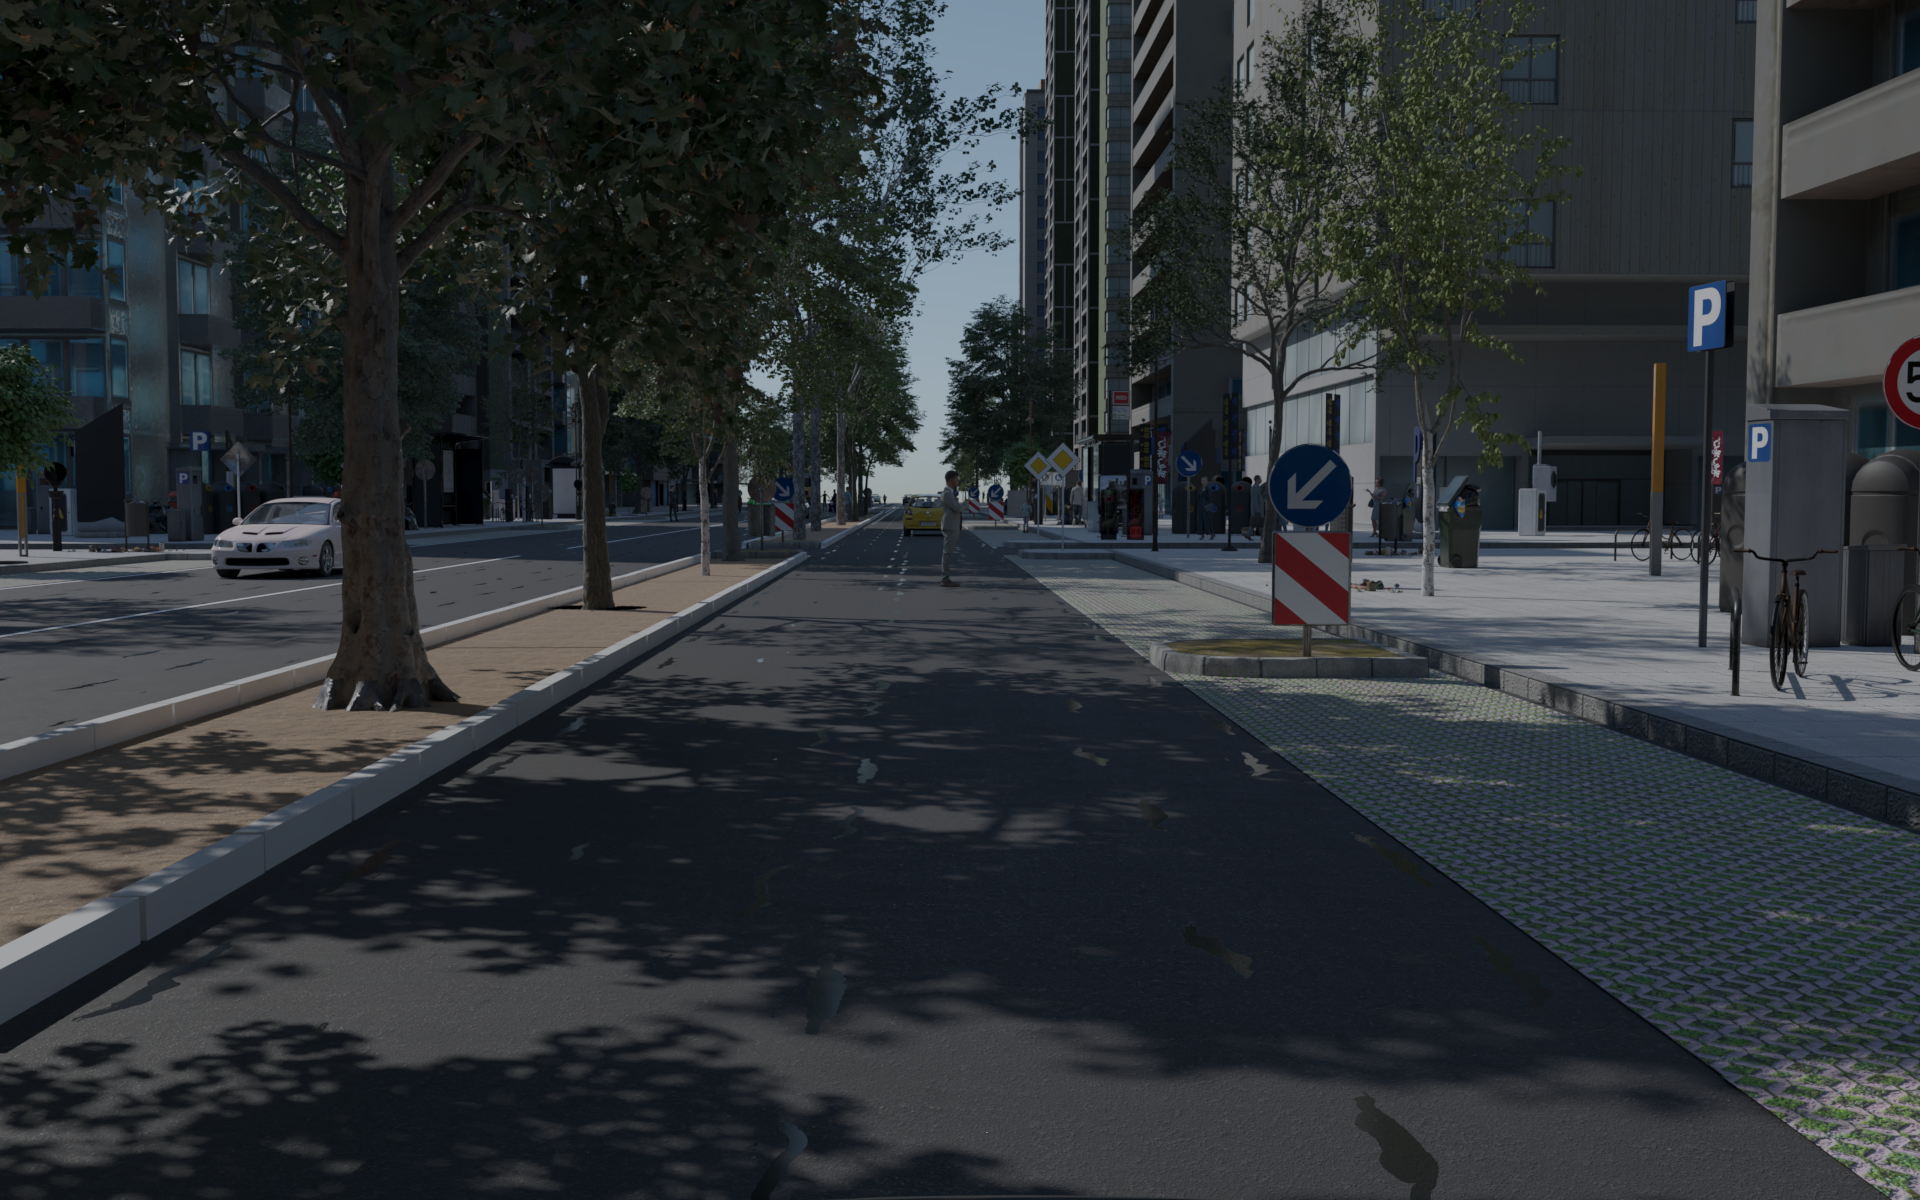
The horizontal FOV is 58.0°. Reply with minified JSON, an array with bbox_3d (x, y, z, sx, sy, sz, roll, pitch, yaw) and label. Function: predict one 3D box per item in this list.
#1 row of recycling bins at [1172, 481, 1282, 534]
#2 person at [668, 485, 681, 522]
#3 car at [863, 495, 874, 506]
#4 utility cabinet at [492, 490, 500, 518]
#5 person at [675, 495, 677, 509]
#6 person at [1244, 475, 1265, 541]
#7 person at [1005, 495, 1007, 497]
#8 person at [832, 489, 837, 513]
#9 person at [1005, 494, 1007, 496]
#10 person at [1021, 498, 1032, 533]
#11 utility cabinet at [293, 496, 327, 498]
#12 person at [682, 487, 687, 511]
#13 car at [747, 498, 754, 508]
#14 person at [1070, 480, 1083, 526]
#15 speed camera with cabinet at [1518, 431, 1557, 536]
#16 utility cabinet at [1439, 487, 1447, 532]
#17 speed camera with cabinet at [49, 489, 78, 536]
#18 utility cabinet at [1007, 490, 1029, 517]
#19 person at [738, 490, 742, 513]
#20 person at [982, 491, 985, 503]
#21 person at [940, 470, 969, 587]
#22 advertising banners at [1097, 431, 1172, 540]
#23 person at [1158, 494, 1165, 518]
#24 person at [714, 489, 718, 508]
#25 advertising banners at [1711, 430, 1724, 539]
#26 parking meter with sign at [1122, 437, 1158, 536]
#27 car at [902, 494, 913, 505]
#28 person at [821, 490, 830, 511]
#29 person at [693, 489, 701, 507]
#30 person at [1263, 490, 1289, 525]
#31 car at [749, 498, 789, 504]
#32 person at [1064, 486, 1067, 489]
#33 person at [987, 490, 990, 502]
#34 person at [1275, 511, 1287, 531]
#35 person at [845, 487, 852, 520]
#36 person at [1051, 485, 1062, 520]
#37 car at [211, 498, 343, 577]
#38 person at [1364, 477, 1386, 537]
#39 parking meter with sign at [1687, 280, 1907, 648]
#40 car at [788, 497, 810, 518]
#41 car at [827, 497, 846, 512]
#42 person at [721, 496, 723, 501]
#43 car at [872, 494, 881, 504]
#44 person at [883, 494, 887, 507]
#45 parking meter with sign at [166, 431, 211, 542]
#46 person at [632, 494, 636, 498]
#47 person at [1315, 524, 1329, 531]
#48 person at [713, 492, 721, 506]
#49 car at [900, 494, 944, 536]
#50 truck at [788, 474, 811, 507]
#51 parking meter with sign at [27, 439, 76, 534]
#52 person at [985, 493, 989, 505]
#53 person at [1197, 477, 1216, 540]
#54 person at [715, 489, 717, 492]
[{"bbox_3d":[8.571,-2.970,55.671,3.534,1.692,1.069,1,4,12],"label":"row of recycling bins"},{"bbox_3d":[-14.891,-5.028,90.072,0.474,1.900,0.648,-3,5,-44],"label":"person"},{"bbox_3d":[-11.517,-12.275,212.702,2.014,1.417,4.499,0,4,-1],"label":"car"},{"bbox_3d":[-24.943,-5.157,92.998,0.318,1.500,1.173,-1,4,-19],"label":"utility cabinet"},{"bbox_3d":[-25.168,-8.774,152.734,0.421,1.427,0.697,3,4,36],"label":"person"},{"bbox_3d":[8.230,-2.546,47.766,0.767,1.812,0.694,1,4,9],"label":"person"},{"bbox_3d":[5.094,-10.305,175.233,1.217,1.736,0.721,-2,4,-25],"label":"person"},{"bbox_3d":[-9.670,-7.625,133.193,0.705,1.821,1.348,-1,4,-15],"label":"person"},{"bbox_3d":[7.387,-15.508,259.741,1.348,1.807,0.705,-1,4,-23],"label":"person"},{"bbox_3d":[2.421,-3.086,63.242,0.425,1.301,0.394,0,4,1],"label":"person"},{"bbox_3d":[-20.551,-2.664,54.715,1.020,1.237,0.306,0,4,-4],"label":"utility cabinet"},{"bbox_3d":[-20.915,-7.663,131.462,0.705,1.807,1.348,-1,4,-18],"label":"person"},{"bbox_3d":[-18.803,-9.348,161.639,1.959,1.807,4.718,0,4,-1],"label":"car"},{"bbox_3d":[4.779,-3.926,70.074,0.661,1.843,0.795,1,4,9],"label":"person"},{"bbox_3d":[17.947,-3.633,53.743,0.660,3.252,2.038,2,4,35],"label":"speed camera with cabinet"},{"bbox_3d":[16.326,-2.938,56.711,1.173,1.500,0.318,2,4,30],"label":"utility cabinet"},{"bbox_3d":[-26.900,-3.583,52.916,2.038,3.252,0.660,1,4,23],"label":"speed camera with cabinet"},{"bbox_3d":[3.265,-5.421,97.306,1.173,1.500,0.318,1,4,15],"label":"utility cabinet"},{"bbox_3d":[-16.866,-7.496,131.790,0.721,1.736,1.217,0,4,-4],"label":"person"},{"bbox_3d":[3.391,-14.765,247.897,0.683,1.767,0.568,3,5,39],"label":"person"},{"bbox_3d":[-0.083,-1.112,26.867,0.466,1.800,0.511,-1,4,-10],"label":"person"},{"bbox_3d":[4.872,-3.187,48.288,2.074,3.025,0.090,1,4,14],"label":"advertising banners"},{"bbox_3d":[10.671,-4.997,92.026,0.425,1.301,0.394,0,4,-1],"label":"person"},{"bbox_3d":[-22.799,-9.441,161.320,0.530,1.710,0.541,0,4,6],"label":"person"},{"bbox_3d":[21.212,-3.121,47.219,0.090,3.025,2.074,-2,4,-25],"label":"advertising banners"},{"bbox_3d":[5.657,-3.523,53.866,0.543,3.016,1.738,-2,4,-29],"label":"parking meter with sign"},{"bbox_3d":[-6.781,-13.498,230.474,2.009,1.686,4.222,0,4,-1],"label":"car"},{"bbox_3d":[-11.535,-8.450,147.181,1.217,1.766,0.721,2,4,25],"label":"person"},{"bbox_3d":[-25.922,-10.156,172.117,1.348,1.821,0.705,-2,4,-32],"label":"person"},{"bbox_3d":[9.443,-2.798,51.772,0.794,1.824,0.713,-1,4,-13],"label":"person"},{"bbox_3d":[-9.246,-4.630,84.503,1.959,1.807,4.718,0,4,0],"label":"car"},{"bbox_3d":[7.162,-6.846,118.083,0.767,1.812,0.694,3,5,41],"label":"person"},{"bbox_3d":[3.544,-12.694,213.547,0.705,1.831,1.348,-2,4,-24],"label":"person"},{"bbox_3d":[8.964,-2.566,48.594,0.593,1.750,0.643,0,4,-6],"label":"person"},{"bbox_3d":[-6.168,-5.235,93.952,0.748,1.841,0.638,-2,4,-28],"label":"person"},{"bbox_3d":[4.762,-4.843,84.581,0.474,1.900,0.648,2,4,34],"label":"person"},{"bbox_3d":[-11.915,-1.165,31.402,2.083,1.381,4.827,0,4,-2],"label":"car"},{"bbox_3d":[12.269,-2.745,51.288,0.532,1.782,0.716,-1,4,-22],"label":"person"},{"bbox_3d":[7.038,-1.118,14.533,1.738,3.016,0.543,0,4,-8],"label":"parking meter with sign"},{"bbox_3d":[-9.731,-5.559,100.681,2.009,1.686,4.222,0,4,0],"label":"car"},{"bbox_3d":[-9.681,-7.752,139.319,1.945,1.354,3.894,0,4,-2],"label":"car"},{"bbox_3d":[-17.349,-7.312,128.768,1.217,1.736,0.721,3,4,36],"label":"person"},{"bbox_3d":[-12.733,-15.091,258.534,2.131,1.459,4.920,0,4,-1],"label":"car"},{"bbox_3d":[-8.172,-10.751,187.466,0.628,1.438,0.799,-2,4,-28],"label":"person"},{"bbox_3d":[-21.069,-3.120,47.266,0.543,3.016,1.738,0,4,0],"label":"parking meter with sign"},{"bbox_3d":[-28.576,-9.071,154.343,1.348,1.826,0.705,-2,4,-31],"label":"person"},{"bbox_3d":[11.162,-2.848,53.202,0.593,1.750,0.643,0,4,-4],"label":"person"},{"bbox_3d":[-24.565,-10.234,174.198,1.217,1.723,0.721,1,4,10],"label":"person"},{"bbox_3d":[-1.096,-3.067,60.364,2.015,1.641,3.980,0,4,0],"label":"car"},{"bbox_3d":[-15.238,-10.540,168.255,3.469,3.379,9.791,0,4,-1],"label":"truck"},{"bbox_3d":[-29.013,-3.604,55.189,1.738,3.016,0.543,0,4,-5],"label":"parking meter with sign"},{"bbox_3d":[3.286,-12.125,207.550,0.557,1.426,1.065,-2,4,-24],"label":"person"},{"bbox_3d":[6.862,-2.571,48.507,0.576,1.772,0.534,3,5,39],"label":"person"},{"bbox_3d":[-27.094,-11.379,192.172,0.705,1.814,1.350,0,4,-1],"label":"person"}]
